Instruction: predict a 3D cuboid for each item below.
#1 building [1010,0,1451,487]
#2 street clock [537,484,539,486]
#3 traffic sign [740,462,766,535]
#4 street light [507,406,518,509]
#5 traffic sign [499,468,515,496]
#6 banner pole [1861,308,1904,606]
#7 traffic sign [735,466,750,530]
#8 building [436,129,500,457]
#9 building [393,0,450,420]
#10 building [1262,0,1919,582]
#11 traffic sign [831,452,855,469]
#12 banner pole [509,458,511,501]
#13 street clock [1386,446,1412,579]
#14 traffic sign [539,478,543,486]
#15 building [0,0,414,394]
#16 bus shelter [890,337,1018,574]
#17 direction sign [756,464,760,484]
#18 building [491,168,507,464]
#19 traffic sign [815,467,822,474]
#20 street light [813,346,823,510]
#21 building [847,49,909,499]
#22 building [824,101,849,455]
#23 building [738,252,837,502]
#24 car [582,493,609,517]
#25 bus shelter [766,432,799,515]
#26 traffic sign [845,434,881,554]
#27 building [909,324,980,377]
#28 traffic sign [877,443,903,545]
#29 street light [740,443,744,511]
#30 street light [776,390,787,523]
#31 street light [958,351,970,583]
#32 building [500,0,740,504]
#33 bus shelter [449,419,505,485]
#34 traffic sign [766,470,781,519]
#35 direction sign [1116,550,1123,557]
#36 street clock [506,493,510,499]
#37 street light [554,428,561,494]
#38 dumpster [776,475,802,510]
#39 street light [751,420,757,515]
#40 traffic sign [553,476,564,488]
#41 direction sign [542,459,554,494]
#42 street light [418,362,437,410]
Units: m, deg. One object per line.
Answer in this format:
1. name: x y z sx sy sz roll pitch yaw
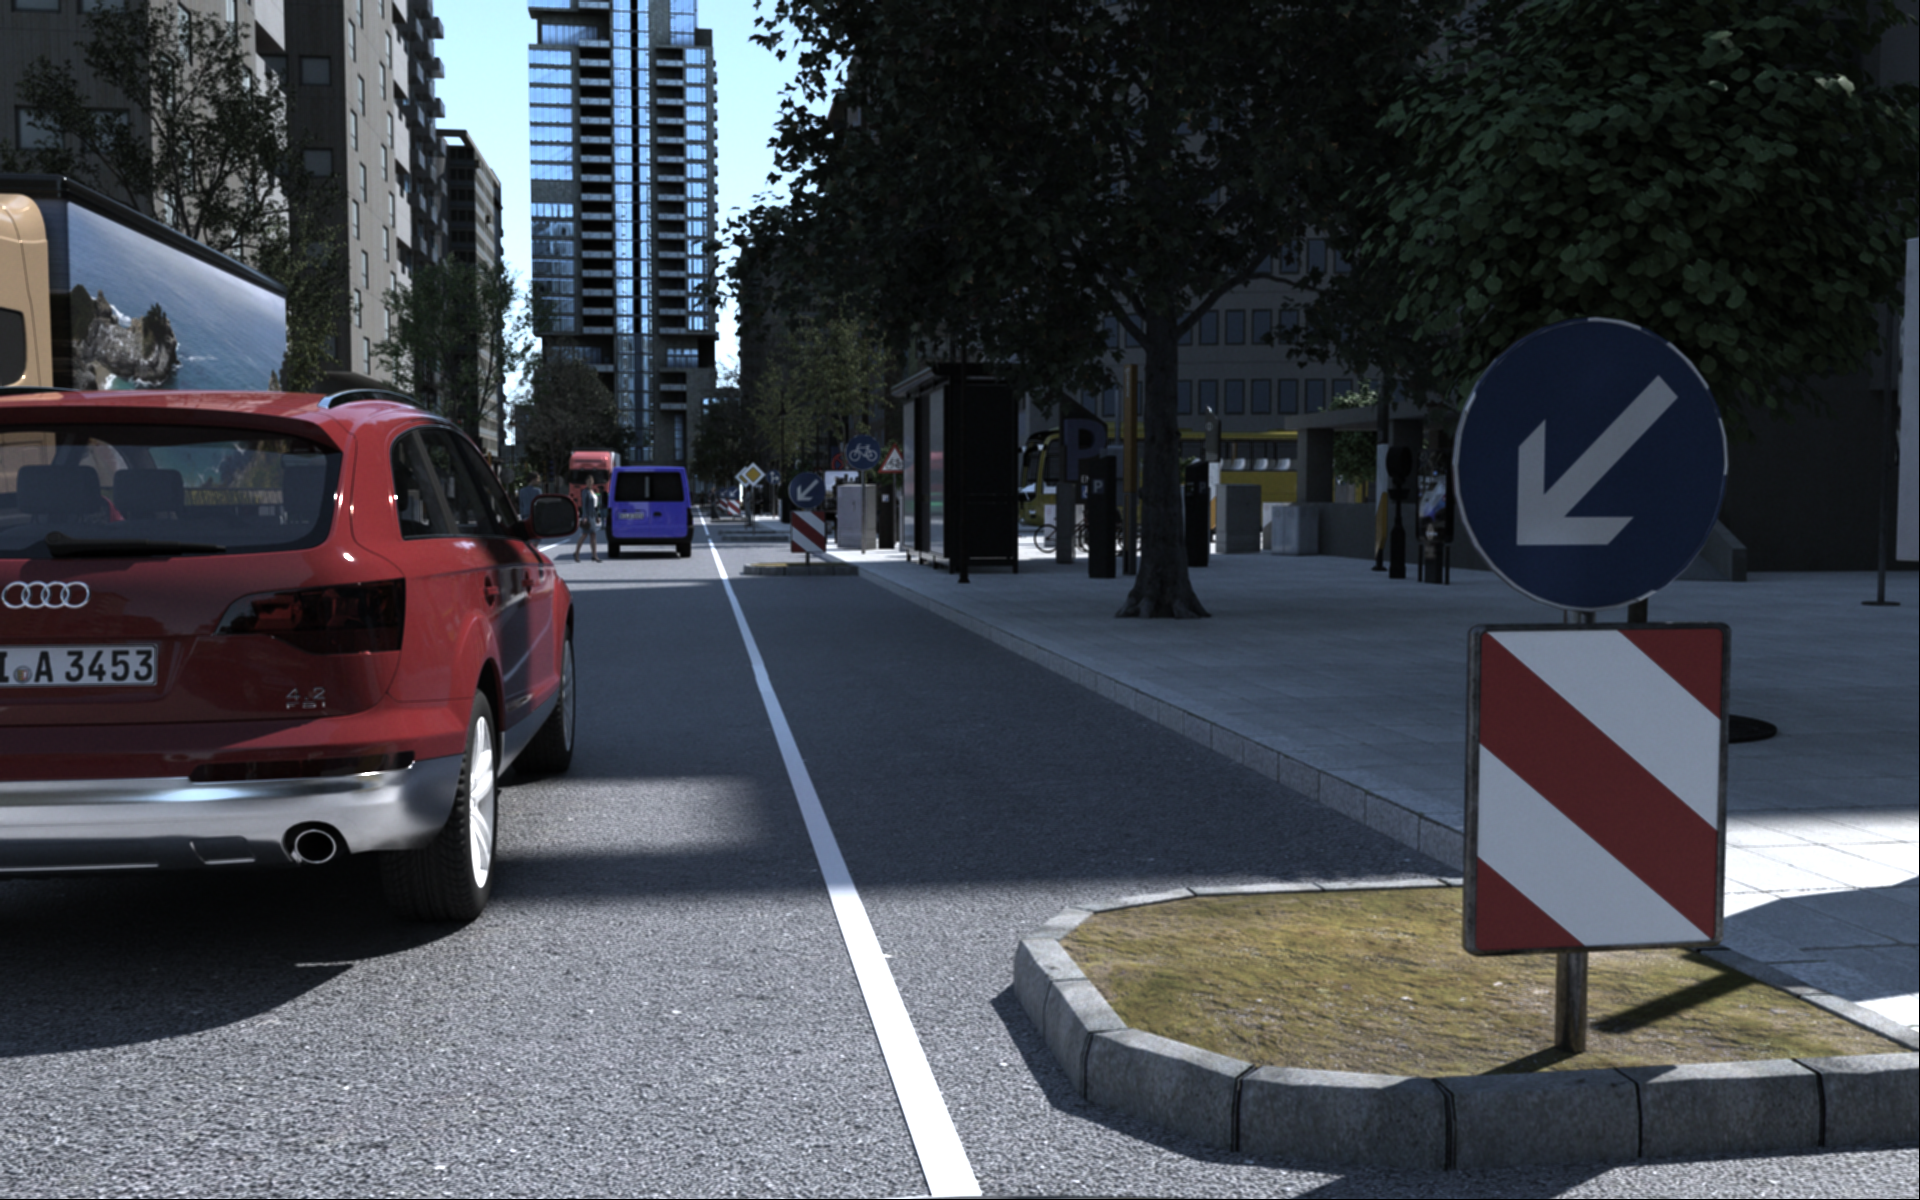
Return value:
1. building: 16.319 -33.139 83.825 28.212 58.520 21.231 -1 4 -9
2. street clock: -25.149 -5.988 102.469 0.471 2.002 0.358 0 4 -4
3. traffic sign: -6.436 -3.077 53.949 0.795 2.450 0.064 -1 4 -9
4. street light: -23.067 -7.130 89.368 0.468 5.910 1.993 -1 4 -9
5. traffic sign: -21.812 -5.098 83.464 0.768 2.556 0.104 0 4 -5
6. banner pole: 10.873 -1.837 20.045 0.863 3.779 0.401 -2 4 -26
7. traffic sign: -7.654 -3.560 61.841 0.795 2.450 0.064 -1 4 -9
8. building: -60.405 -29.752 178.330 23.993 40.220 32.217 -1 4 -9
9. building: -55.795 -32.197 146.026 23.786 49.044 30.456 -1 4 -9
10. building: 23.990 -20.959 34.554 32.217 40.220 23.993 -1 4 -9
11. traffic sign: -3.530 -3.214 52.654 0.768 2.556 0.104 0 4 -5
12. banner pole: -30.721 -7.876 118.782 0.401 3.779 0.863 1 4 11
13. street clock: 6.653 -1.328 26.281 0.358 2.002 0.471 3 4 38
14. traffic sign: -29.471 -7.377 120.711 0.768 2.556 0.104 0 4 -7
15. building: -51.879 -32.098 114.044 28.713 52.752 27.495 -1 4 -9
16. bus shelter: -0.028 -3.321 31.923 2.179 5.291 8.768 -1 4 -9
17. direction sign: -15.241 -8.387 129.119 0.876 3.537 0.379 3 4 38
18. building: -68.517 -35.506 230.641 14.200 45.320 14.600 -1 4 -9
19. traffic sign: -6.341 -4.735 77.424 0.884 2.594 0.081 0 4 -8
20. street light: -4.405 -4.942 53.591 0.468 5.910 1.993 -1 4 -9
21. building: -3.273 -31.601 166.783 14.600 45.320 14.200 -1 4 -9
22. building: -3.345 -32.687 189.058 22.147 44.769 28.867 -1 4 -9
23. building: -19.555 -33.979 247.438 23.993 40.220 32.217 -1 4 -9
24. car: -19.606 -5.247 94.587 1.959 1.807 4.718 0 4 -7
25. bus shelter: -11.068 -8.045 109.174 2.179 5.291 8.768 -1 4 -9
26. traffic sign: -2.068 -2.260 37.051 0.768 2.556 0.104 0 4 -2
27. building: 2.861 -27.361 130.947 14.154 41.232 14.086 -1 4 -9
28. traffic sign: -1.651 -2.684 43.886 0.884 2.594 0.081 0 4 -3
29. street light: -16.919 -9.927 135.091 0.468 5.910 1.993 -1 4 -9
30. street light: -7.924 -6.400 77.433 0.468 5.910 1.993 -1 4 -9
31. street light: 0.056 -3.184 24.841 0.468 5.910 1.993 -1 4 -9
32. building: -46.316 -56.537 237.043 31.000 86.520 22.319 -1 4 -9
33. bus shelter: -26.655 -7.209 95.504 2.179 5.291 8.768 -1 4 -9
34. traffic sign: -9.705 -5.510 90.198 0.768 2.556 0.104 0 4 -2
35. direction sign: 3.394 -2.663 35.532 0.379 3.537 0.876 0 4 4
36. street clock: -28.517 -6.418 109.502 0.358 2.002 0.471 2 4 27
37. street light: -27.494 -8.902 118.340 0.468 5.910 1.993 -1 4 -9
38. dumpster: -8.457 -5.175 87.111 1.502 2.255 1.985 -1 4 -9
39. street light: -12.637 -8.176 106.463 0.468 5.910 1.993 -1 4 -9
40. traffic sign: -27.799 -7.328 119.926 0.768 2.556 0.104 0 4 -2
41. direction sign: -26.497 -7.302 111.390 0.876 3.537 0.379 1 4 19
42. street light: -18.610 -5.375 60.669 0.468 5.910 1.993 -1 4 -9
